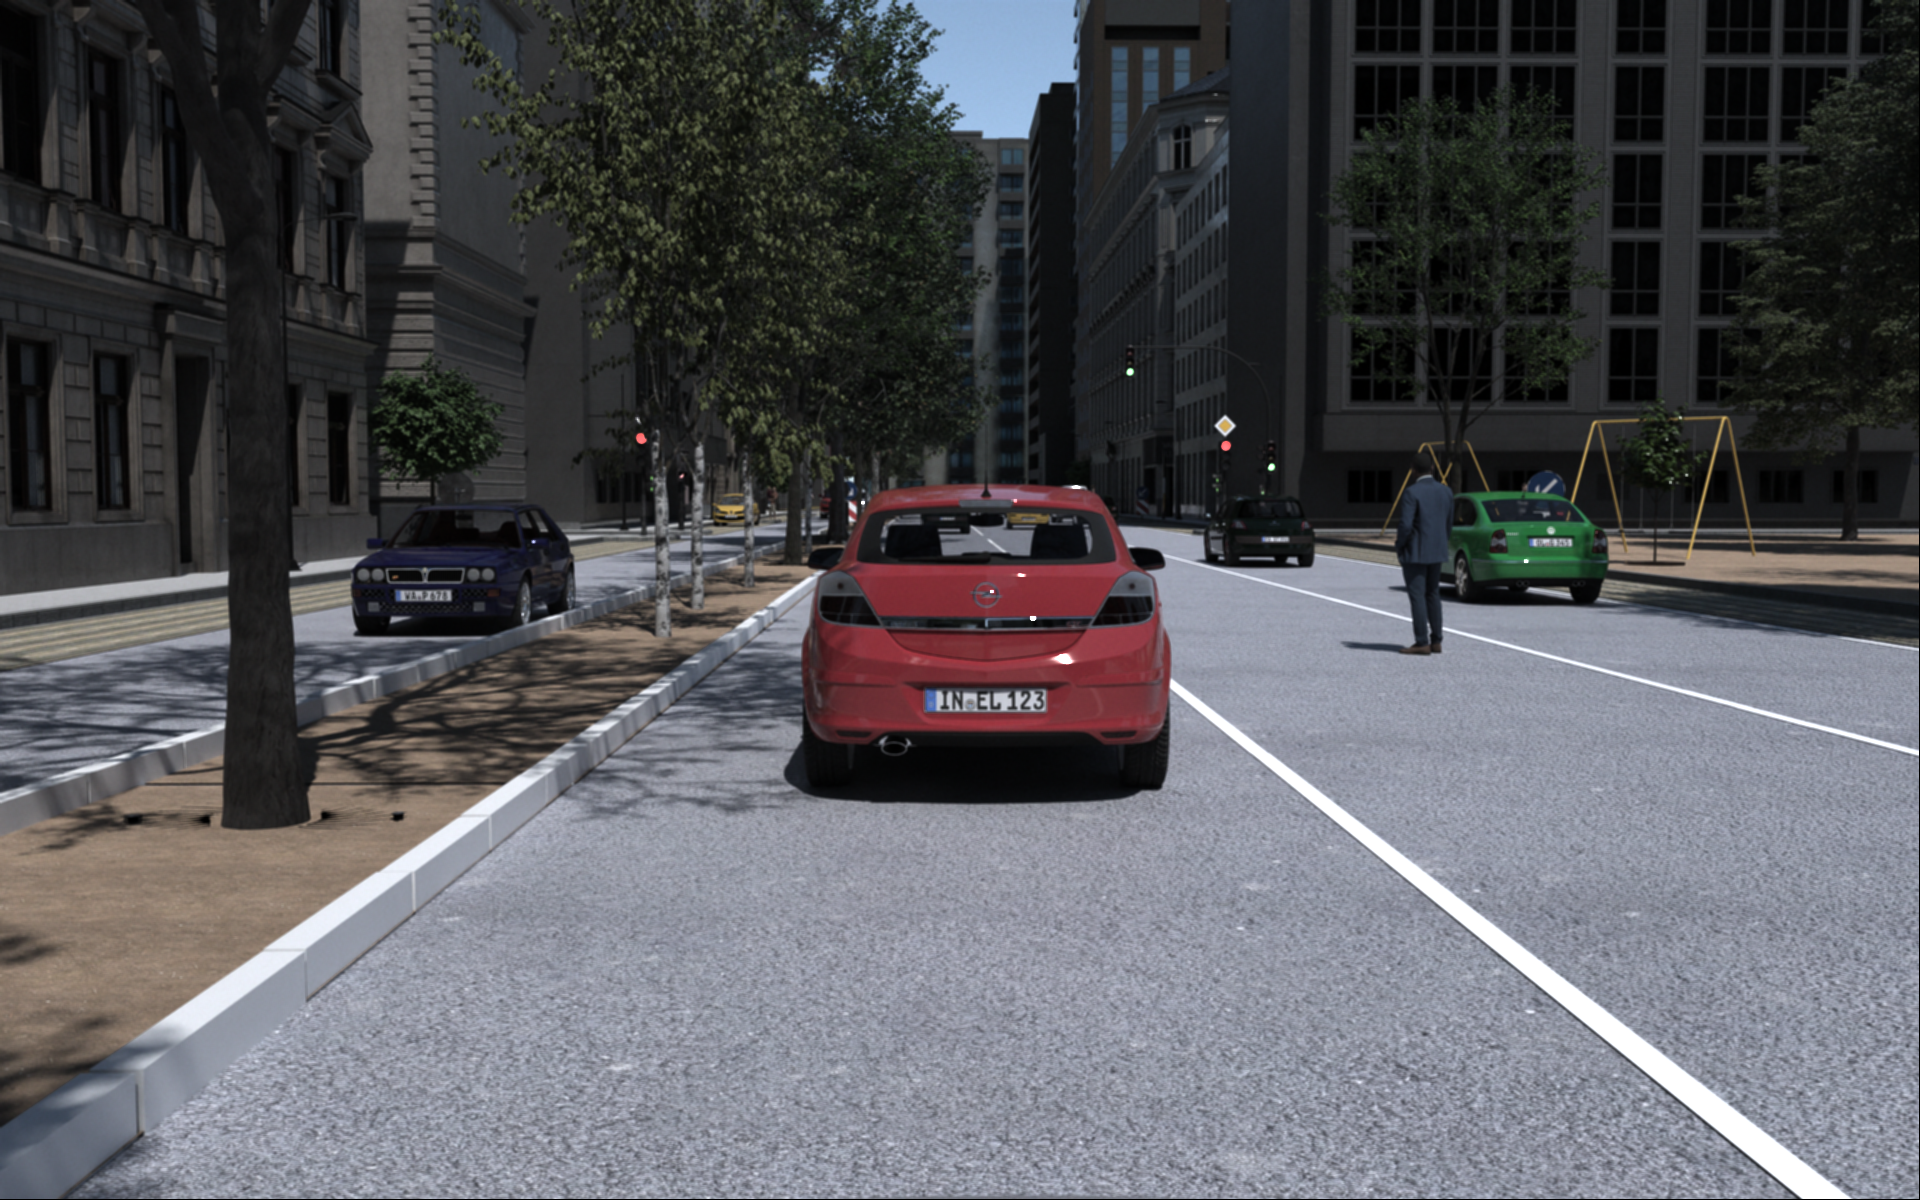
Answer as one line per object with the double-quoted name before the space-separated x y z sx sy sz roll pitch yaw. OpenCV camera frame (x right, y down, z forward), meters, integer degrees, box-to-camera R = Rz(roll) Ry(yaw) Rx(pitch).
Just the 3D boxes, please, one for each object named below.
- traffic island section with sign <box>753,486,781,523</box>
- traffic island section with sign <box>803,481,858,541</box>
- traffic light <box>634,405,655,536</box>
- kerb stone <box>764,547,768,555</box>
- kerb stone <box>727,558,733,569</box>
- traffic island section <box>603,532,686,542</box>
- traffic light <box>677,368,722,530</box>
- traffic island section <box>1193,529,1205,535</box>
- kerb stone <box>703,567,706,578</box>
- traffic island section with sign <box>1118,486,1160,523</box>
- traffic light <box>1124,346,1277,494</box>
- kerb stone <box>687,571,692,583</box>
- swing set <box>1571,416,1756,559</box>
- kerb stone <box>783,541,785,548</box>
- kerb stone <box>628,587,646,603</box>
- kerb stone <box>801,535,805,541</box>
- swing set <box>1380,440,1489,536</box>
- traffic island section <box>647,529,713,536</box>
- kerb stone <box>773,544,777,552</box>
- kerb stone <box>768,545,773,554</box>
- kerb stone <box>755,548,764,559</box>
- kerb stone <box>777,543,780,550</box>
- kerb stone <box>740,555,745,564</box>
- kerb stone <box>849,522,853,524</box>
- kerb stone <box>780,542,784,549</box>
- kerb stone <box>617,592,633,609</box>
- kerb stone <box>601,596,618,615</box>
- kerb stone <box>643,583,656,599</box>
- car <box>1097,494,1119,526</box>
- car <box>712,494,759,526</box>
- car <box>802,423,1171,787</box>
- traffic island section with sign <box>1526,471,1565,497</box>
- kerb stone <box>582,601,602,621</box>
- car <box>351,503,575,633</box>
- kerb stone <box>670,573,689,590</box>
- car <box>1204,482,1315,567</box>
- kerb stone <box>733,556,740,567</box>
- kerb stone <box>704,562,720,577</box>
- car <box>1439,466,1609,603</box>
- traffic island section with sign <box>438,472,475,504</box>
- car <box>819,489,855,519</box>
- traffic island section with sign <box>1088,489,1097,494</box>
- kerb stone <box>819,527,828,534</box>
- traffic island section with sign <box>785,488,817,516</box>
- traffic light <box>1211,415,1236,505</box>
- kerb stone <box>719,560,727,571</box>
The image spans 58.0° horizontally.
"traffic island section with sign" -9.963 -4.756 86.390 1.989 1.847 2.006 0 4 -1
"traffic island section with sign" -3.780 -2.774 53.488 2.006 1.907 1.989 0 4 -1
"traffic light" -9.675 -3.920 53.020 0.839 4.253 0.868 0 4 -1
"kerb stone" -4.615 -1.098 40.212 0.120 0.150 1.000 0 4 -1
"kerb stone" -4.489 -0.660 33.045 0.120 0.150 1.000 0 4 -1
"traffic island section" -9.715 -1.888 53.154 2.009 0.180 2.903 0 4 -1
"traffic light" -7.720 -5.285 61.074 4.771 5.953 1.251 0 4 -1
"traffic island section" 9.388 -2.396 61.459 2.009 0.180 2.903 0 4 -1
"kerb stone" -4.414 -0.410 28.944 0.120 0.150 1.000 0 4 -1
"traffic island section with sign" 8.958 -4.790 86.951 1.989 1.847 2.006 0 4 -1
"traffic light" 7.394 -4.802 53.184 4.771 5.953 1.251 0 4 -1
"kerb stone" -4.398 -0.350 27.922 0.120 0.150 1.000 0 4 -1
"swing set" 14.570 -2.342 35.910 2.862 2.851 3.119 -3 5 -40
"kerb stone" -4.698 -1.415 45.323 0.120 0.150 1.000 0 4 -1
"kerb stone" -4.310 -0.036 22.794 0.120 0.150 1.000 0 4 -1
"kerb stone" -4.836 -1.915 53.526 0.120 0.150 1.000 0 4 -1
"swing set" 14.487 -3.329 52.052 2.862 2.851 3.119 0 4 -8
"traffic island section" -9.851 -2.377 61.138 2.009 0.180 2.903 0 4 -1
"kerb stone" -4.643 -1.224 42.257 0.120 0.150 1.000 0 4 -1
"kerb stone" -4.626 -1.164 41.234 0.120 0.150 1.000 0 4 -1
"kerb stone" -4.591 -1.039 39.190 0.120 0.150 1.000 0 4 -1
"kerb stone" -4.656 -1.290 43.280 0.120 0.150 1.000 0 4 -1
"kerb stone" -4.524 -0.782 35.089 0.120 0.150 1.000 0 4 -1
"kerb stone" -5.404 -3.959 86.918 0.120 0.150 1.000 0 4 -1
"kerb stone" -4.677 -1.352 44.301 0.120 0.150 1.000 0 4 -1
"kerb stone" -4.294 0.032 21.765 0.120 0.150 1.000 0 4 -1
"kerb stone" -4.272 0.092 20.739 0.120 0.150 1.000 0 4 -1
"kerb stone" -4.332 -0.099 23.818 0.120 0.150 1.000 0 4 -1
"car" 5.683 -3.860 72.905 2.009 1.686 4.222 0 3 0
"car" -10.003 -4.116 77.521 2.015 1.641 3.980 0 4 0
"car" 0.150 -0.056 9.962 2.155 1.783 4.494 0 4 1
"traffic island section with sign" 9.923 -1.336 30.472 1.989 1.847 2.006 0 4 -1
"kerb stone" -4.255 0.152 19.717 0.120 0.150 1.000 0 4 -1
"car" -5.380 -0.396 19.052 1.945 1.354 3.894 0 4 -2
"kerb stone" -4.384 -0.285 26.900 0.120 0.150 1.000 0 4 -1
"car" 6.066 -1.566 35.385 2.009 1.686 4.222 0 4 0
"kerb stone" -4.498 -0.726 34.067 0.120 0.150 1.000 0 4 -1
"kerb stone" -4.454 -0.538 30.990 0.120 0.150 1.000 0 4 -1
"car" 7.515 -0.944 24.229 1.959 1.807 4.718 0 4 0
"traffic island section with sign" -9.012 -1.348 30.676 1.989 1.847 2.006 0 4 -1
"car" -7.030 -5.613 100.446 2.281 1.827 5.304 0 4 -2
"traffic island section with sign" 8.506 -6.439 113.903 1.989 1.847 2.006 0 4 -1
"kerb stone" -5.007 -2.513 63.282 0.120 0.150 1.000 0 4 -1
"traffic island section with sign" -10.415 -6.405 113.342 1.989 1.847 2.006 0 4 -1
"traffic light" 9.348 -4.430 61.345 0.839 4.253 0.868 0 4 -1
"kerb stone" -4.469 -0.600 32.023 0.120 0.150 1.000 0 4 -1
